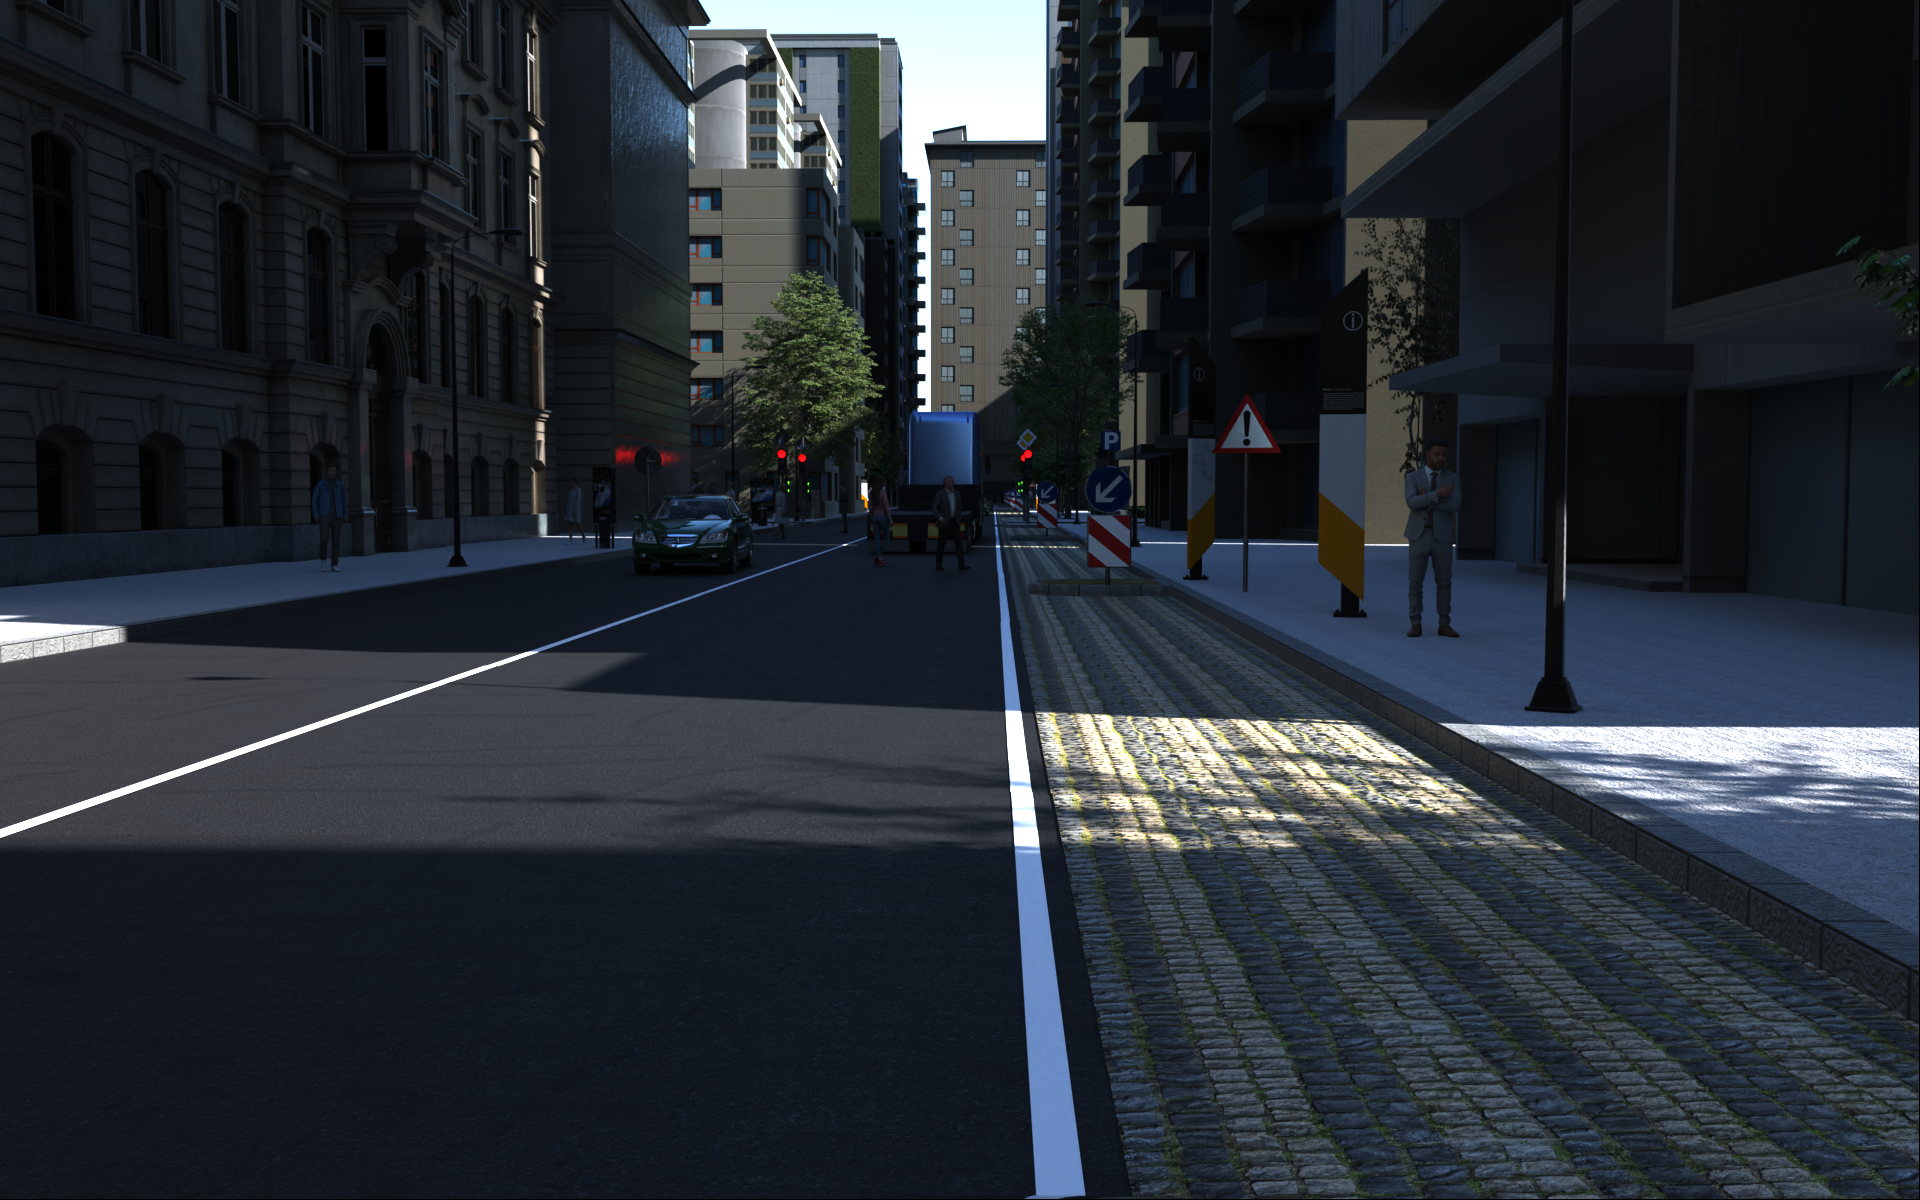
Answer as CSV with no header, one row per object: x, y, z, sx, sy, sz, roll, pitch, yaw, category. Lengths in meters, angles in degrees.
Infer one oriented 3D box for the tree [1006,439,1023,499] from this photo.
7.974,-16.758,224.356,4.737,8.622,4.395,0,3,0,tree

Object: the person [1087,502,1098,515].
5.334,-3.837,69.027,0.600,1.795,0.529,0,4,7,person

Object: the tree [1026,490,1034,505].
8.493,-13.016,207.406,1.663,3.219,1.824,0,3,0,tree

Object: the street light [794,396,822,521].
-7.213,-6.701,82.103,1.470,5.913,1.316,0,4,1,street light

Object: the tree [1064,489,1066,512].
7.494,-8.042,126.091,1.663,3.219,1.824,0,3,0,tree

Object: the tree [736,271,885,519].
-7.531,-10.418,88.463,7.486,12.596,7.792,0,3,0,tree

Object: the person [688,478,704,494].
-8.981,-3.232,58.846,0.822,1.834,0.622,-3,4,-38,person

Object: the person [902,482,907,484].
-1.872,-3.241,61.350,0.748,1.841,0.638,2,4,27,person

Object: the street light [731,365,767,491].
-7.655,-5.501,62.477,1.470,5.913,1.316,0,4,1,street light

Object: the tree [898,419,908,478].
-6.360,-13.157,165.483,4.737,8.622,4.395,0,3,0,tree

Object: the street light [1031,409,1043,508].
4.760,-7.438,94.152,1.470,5.913,1.316,0,4,1,street light

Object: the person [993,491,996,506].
3.917,-11.687,200.103,0.721,1.766,1.217,1,4,9,person

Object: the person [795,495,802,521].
-7.802,-4.464,83.700,0.373,1.253,0.362,-1,4,-16,person

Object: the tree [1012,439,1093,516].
5.866,-7.769,110.732,4.285,4.588,4.351,0,3,0,tree

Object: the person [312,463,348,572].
-10.350,-1.350,28.458,0.601,1.785,0.444,-2,4,-33,person

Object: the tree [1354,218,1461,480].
10.747,-5.447,39.426,4.360,8.622,3.978,0,3,0,tree

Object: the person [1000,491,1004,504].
5.419,-12.947,219.813,0.705,1.869,1.348,3,5,40,person

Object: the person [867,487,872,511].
-6.967,-7.665,131.624,0.793,1.790,0.793,-1,4,-23,person

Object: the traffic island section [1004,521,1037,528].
3.073,-3.657,82.064,2.009,0.180,2.903,0,4,1,traffic island section

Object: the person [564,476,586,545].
-9.748,-2.267,43.856,0.466,1.731,0.760,1,4,14,person

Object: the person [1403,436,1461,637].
4.240,-0.569,15.522,0.511,1.800,0.466,0,4,-6,person

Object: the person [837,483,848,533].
-4.346,-3.409,64.043,0.447,1.846,0.655,0,4,-5,person

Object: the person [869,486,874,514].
-2.637,-2.892,55.973,0.709,1.800,0.728,3,5,44,person

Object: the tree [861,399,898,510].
-7.517,-11.482,138.090,4.737,8.622,4.395,0,3,0,tree

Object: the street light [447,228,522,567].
-8.339,-3.539,30.411,1.470,5.913,1.316,0,4,1,street light

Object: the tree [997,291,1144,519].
5.677,-9.926,88.045,9.928,11.665,9.643,0,3,0,tree

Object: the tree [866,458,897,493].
-7.073,-10.129,149.324,4.285,4.588,4.351,0,3,0,tree

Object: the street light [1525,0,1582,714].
2.989,-2.299,10.136,1.470,5.913,1.316,0,4,1,street light

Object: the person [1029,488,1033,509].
6.035,-8.696,148.455,0.478,1.798,0.641,-2,4,-31,person

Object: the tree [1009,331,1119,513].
7.348,-12.303,119.282,7.486,12.596,7.792,0,3,0,tree

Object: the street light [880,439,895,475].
-6.126,-10.577,145.470,1.470,5.913,1.316,0,4,1,street light

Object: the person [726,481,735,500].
-8.081,-3.347,61.441,0.598,1.740,0.731,-3,5,-44,person

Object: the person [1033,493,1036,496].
7.844,-11.317,191.095,1.348,1.821,0.705,0,4,4,person

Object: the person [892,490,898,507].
-6.705,-10.475,177.316,0.705,1.822,1.348,2,4,30,person

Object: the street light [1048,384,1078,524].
4.407,-6.150,73.099,1.470,5.913,1.316,0,4,1,street light

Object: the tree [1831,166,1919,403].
3.546,-0.650,5.228,1.663,3.219,1.824,0,3,0,tree

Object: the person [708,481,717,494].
-9.423,-3.691,66.567,0.590,1.801,0.661,1,4,9,person

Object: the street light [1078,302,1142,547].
3.707,-4.244,41.928,1.470,5.913,1.316,0,4,1,street light

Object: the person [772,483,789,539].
-5.747,-2.836,55.217,0.624,1.780,0.694,-2,4,-31,person

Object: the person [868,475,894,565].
-1.584,-1.615,34.909,0.555,1.821,0.388,2,4,26,person

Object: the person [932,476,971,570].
-0.161,-1.449,32.595,0.661,1.777,0.834,-3,5,-42,person

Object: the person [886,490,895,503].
-6.947,-9.928,169.188,1.217,1.723,0.721,0,4,-8,person
